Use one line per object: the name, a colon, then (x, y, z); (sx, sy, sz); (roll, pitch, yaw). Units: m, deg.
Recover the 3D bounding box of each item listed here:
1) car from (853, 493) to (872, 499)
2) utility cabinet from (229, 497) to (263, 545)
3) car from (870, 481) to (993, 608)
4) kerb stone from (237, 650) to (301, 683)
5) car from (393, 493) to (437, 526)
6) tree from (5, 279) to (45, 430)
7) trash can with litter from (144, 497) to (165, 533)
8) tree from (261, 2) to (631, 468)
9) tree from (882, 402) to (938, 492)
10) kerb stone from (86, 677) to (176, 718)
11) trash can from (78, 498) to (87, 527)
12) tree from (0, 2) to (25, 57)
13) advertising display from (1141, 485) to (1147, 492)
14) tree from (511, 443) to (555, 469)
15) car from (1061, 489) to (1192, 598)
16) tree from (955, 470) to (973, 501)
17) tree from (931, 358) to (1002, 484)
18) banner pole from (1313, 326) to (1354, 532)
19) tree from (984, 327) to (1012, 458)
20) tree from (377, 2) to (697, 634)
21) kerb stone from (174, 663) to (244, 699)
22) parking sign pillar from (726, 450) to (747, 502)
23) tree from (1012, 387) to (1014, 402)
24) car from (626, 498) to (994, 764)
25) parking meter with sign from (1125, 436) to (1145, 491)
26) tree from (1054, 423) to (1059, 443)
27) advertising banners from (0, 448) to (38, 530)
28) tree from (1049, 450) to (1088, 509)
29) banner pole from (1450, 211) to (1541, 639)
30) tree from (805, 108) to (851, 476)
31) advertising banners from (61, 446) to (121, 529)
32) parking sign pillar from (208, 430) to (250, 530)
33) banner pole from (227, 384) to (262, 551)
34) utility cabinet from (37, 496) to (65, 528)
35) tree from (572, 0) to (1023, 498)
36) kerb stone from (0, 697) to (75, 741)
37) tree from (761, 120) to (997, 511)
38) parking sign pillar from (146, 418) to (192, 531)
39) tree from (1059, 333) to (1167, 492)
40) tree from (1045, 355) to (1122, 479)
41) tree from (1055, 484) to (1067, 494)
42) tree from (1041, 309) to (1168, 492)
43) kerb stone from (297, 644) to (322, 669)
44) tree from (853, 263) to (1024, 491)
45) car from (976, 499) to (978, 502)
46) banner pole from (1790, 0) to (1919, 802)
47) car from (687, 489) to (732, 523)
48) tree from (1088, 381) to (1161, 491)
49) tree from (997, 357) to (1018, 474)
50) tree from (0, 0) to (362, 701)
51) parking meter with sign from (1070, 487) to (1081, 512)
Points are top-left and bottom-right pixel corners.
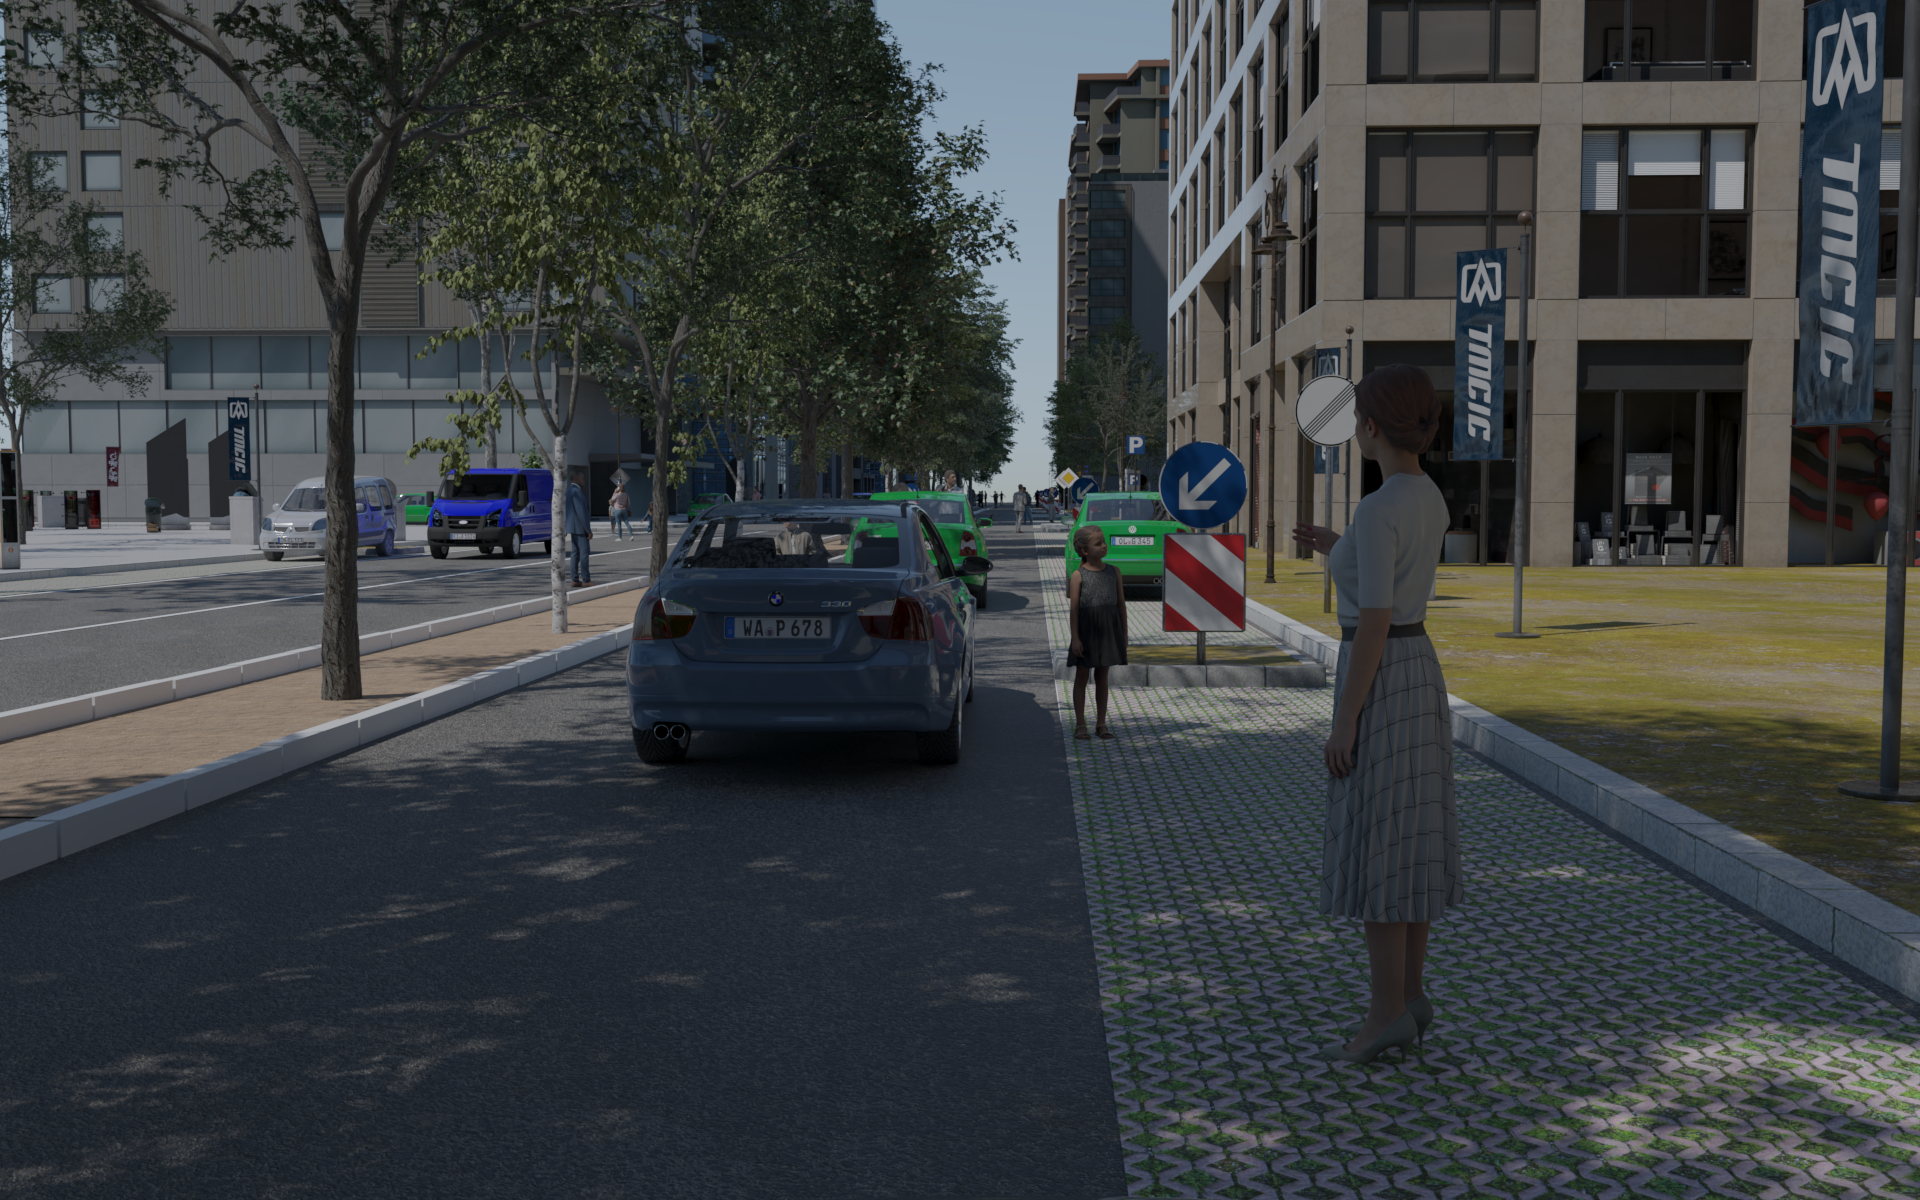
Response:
car: (-5.069, -4.801, 88.091); (1.945, 1.707, 3.694); (0, 4, 1)
utility cabinet: (-18.069, -2.001, 43.879); (1.020, 1.237, 0.306); (2, 4, 34)
car: (-0.529, -0.876, 23.117); (1.959, 1.807, 4.718); (0, 4, 0)
kerb stone: (-5.436, 0.532, 13.529); (0.120, 0.150, 1.000); (0, 4, 2)
car: (-22.076, -3.716, 69.550); (4.718, 1.807, 1.959); (0, 4, 3)
tree: (-30.116, -6.263, 52.755); (4.360, 8.622, 3.978); (0, 3, 0)
trash can with litter: (-26.806, -2.831, 57.674); (0.624, 1.170, 1.055); (-2, 4, -25)
tree: (-16.147, -12.181, 55.046); (12.611, 20.169, 13.585); (0, 3, 0)
tree: (-2.304, -6.286, 55.597); (4.360, 8.622, 3.978); (0, 3, 0)
kerb stone: (-5.522, 0.657, 11.477); (0.120, 0.150, 1.000); (0, 4, 2)
trash can: (-34.306, -3.426, 67.667); (0.748, 1.137, 0.748); (0, 3, 0)
tree: (-15.818, -10.122, 21.381); (12.611, 20.169, 13.585); (0, 3, 0)
advertising display: (12.555, -6.996, 119.590); (0.123, 1.923, 0.974); (-2, 4, -33)
tree: (-15.847, -4.294, 64.812); (1.663, 3.219, 1.824); (0, 3, 0)
car: (2.422, -0.988, 24.947); (1.959, 1.807, 4.718); (0, 4, 4)
tree: (0.585, -11.344, 138.289); (4.737, 8.622, 4.395); (0, 3, 0)
tree: (-0.808, -10.873, 105.993); (9.928, 11.665, 9.643); (0, 3, 0)
banner pole: (5.643, -2.202, 26.021); (0.401, 3.779, 0.863); (-3, 5, -40)
tree: (-2.668, -7.657, 62.058); (8.767, 10.594, 7.601); (0, 4, 2)
tree: (-4.124, -3.968, 17.699); (4.737, 8.622, 4.395); (0, 3, 0)
kerb stone: (-5.475, 0.599, 12.505); (0.120, 0.150, 1.000); (0, 4, 2)
parking sign pillar: (-13.779, -7.240, 106.843); (1.447, 3.967, 1.447); (2, 4, 25)
tree: (-1.488, -9.336, 89.505); (8.767, 10.594, 7.601); (0, 4, 2)
car: (-0.811, 0.092, 10.503); (2.014, 1.417, 4.499); (0, 4, 2)
parking meter with sign: (5.290, -3.456, 52.769); (0.543, 3.016, 1.738); (0, 4, 2)
tree: (8.340, -10.126, 115.926); (4.360, 8.622, 3.978); (0, 3, 0)
advertising banners: (-36.065, -4.332, 67.014); (0.090, 3.025, 2.074); (2, 4, 30)
tree: (9.859, -12.180, 149.509); (4.737, 8.622, 4.395); (0, 3, 0)
banner pole: (4.820, -1.563, 15.573); (0.863, 3.779, 0.401); (3, 4, 38)
tree: (-3.880, -4.734, 30.213); (4.737, 8.622, 4.395); (0, 3, 0)
advertising banners: (-31.713, -4.104, 63.284); (2.074, 3.025, 0.090); (-3, 5, -42)
parking sign pillar: (-26.006, -4.476, 61.652); (1.447, 3.967, 1.447); (-1, 4, -11)
banner pole: (-16.191, -3.018, 39.364); (0.863, 3.779, 0.401); (-1, 4, -12)
utility cabinet: (-34.723, -3.367, 66.212); (0.306, 1.237, 1.020); (2, 4, 24)
tree: (-3.412, -7.298, 38.789); (9.611, 12.733, 9.660); (0, 3, 0)
kerb stone: (-5.565, 0.720, 10.453); (0.120, 0.150, 1.000); (0, 4, 2)
tree: (-3.034, -7.757, 47.418); (7.486, 12.596, 7.792); (0, 3, 0)
parking sign pillar: (-28.052, -4.456, 61.330); (1.447, 3.967, 1.447); (-1, 4, -15)
tree: (7.625, -7.899, 79.504); (4.360, 8.622, 3.978); (0, 3, 0)
tree: (10.170, -13.591, 140.332); (7.486, 12.596, 7.792); (0, 3, 0)
tree: (11.642, -12.626, 201.041); (1.663, 3.219, 1.824); (0, 3, 0)
tree: (7.470, -9.321, 86.806); (7.601, 10.594, 8.767); (1, 4, 11)
kerb stone: (-5.401, 0.468, 14.550); (0.120, 0.150, 1.000); (0, 4, 2)
tree: (-1.543, -10.447, 79.920); (9.857, 13.997, 8.962); (0, 3, 0)
car: (2.597, -16.408, 280.072); (2.131, 1.459, 4.920); (0, 4, 1)
banner pole: (3.915, -1.070, 7.511); (0.401, 3.779, 0.863); (-1, 4, -14)
car: (-12.030, -4.600, 84.002); (1.959, 1.807, 4.718); (0, 4, 2)
tree: (10.706, -9.737, 109.564); (4.737, 8.622, 4.395); (0, 3, 0)
tree: (0.016, -11.900, 115.149); (7.486, 12.596, 7.792); (0, 3, 0)
tree: (-4.341, -4.558, 11.386); (8.767, 10.594, 7.601); (0, 4, 2)
parking meter with sign: (8.739, -7.834, 124.349); (1.738, 3.016, 0.543); (-1, 4, -12)
